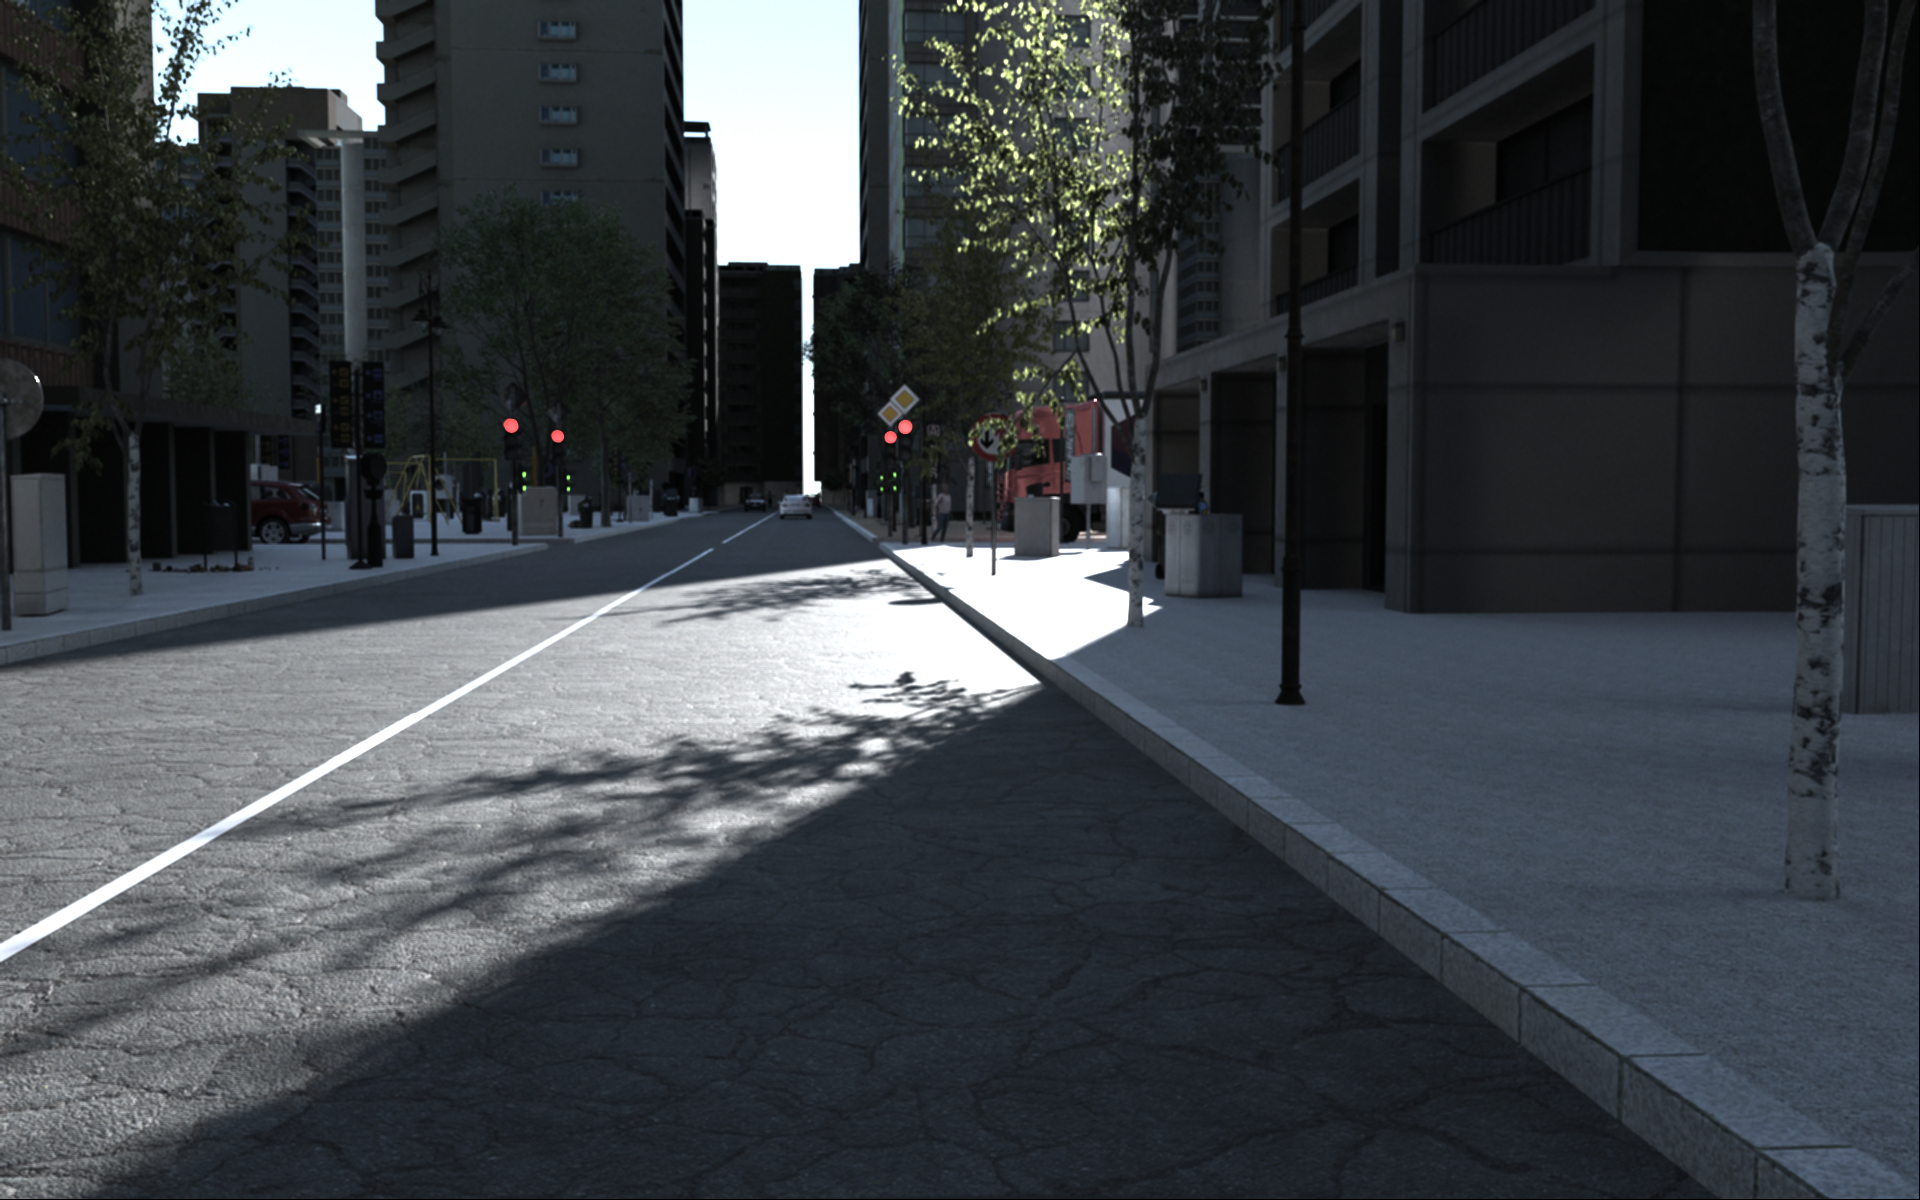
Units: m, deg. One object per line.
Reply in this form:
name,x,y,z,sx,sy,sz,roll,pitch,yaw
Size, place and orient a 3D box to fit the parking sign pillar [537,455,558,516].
parking sign pillar,-24.285,-6.894,101.192,1.447,3.967,1.447,-2,4,-24

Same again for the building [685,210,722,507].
building,-31.784,-24.623,174.286,14.160,30.474,14.107,0,4,-5

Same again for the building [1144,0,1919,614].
building,14.591,-35.691,21.797,20.563,71.187,20.611,0,4,-5

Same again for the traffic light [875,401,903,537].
traffic light,-2.122,-3.869,52.176,0.839,4.253,0.868,0,4,-5

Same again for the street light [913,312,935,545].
street light,-0.908,-4.349,43.900,0.468,5.910,1.993,0,4,-5

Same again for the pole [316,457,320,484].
pole,-35.379,-6.219,95.530,0.158,3.312,0.155,0,3,0

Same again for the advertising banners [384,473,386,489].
advertising banners,-33.349,-6.338,99.821,0.090,3.025,2.074,0,4,-1

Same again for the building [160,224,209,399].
building,-87.430,-25.423,187.367,14.107,30.474,14.160,0,4,-5

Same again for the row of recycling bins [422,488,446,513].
row of recycling bins,-36.768,-6.980,121.239,1.069,1.692,3.534,0,4,0

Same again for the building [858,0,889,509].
building,2.898,-31.499,138.713,21.300,48.544,21.600,0,4,-5

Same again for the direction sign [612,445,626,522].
direction sign,-15.625,-5.348,79.441,0.876,3.537,0.379,3,4,38

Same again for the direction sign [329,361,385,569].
direction sign,-10.283,-2.301,29.615,0.876,3.537,0.379,-1,4,-19

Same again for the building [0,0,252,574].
building,-28.743,-22.884,28.776,28.867,44.769,22.147,0,4,-5

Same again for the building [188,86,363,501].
building,-73.273,-32.867,187.491,14.200,45.320,14.600,0,4,-5

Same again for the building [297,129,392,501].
building,-52.398,-29.923,181.122,23.993,40.220,32.217,0,4,-5

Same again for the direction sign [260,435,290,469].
direction sign,-21.607,-3.834,54.685,0.876,3.537,0.379,0,4,-6

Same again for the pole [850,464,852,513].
pole,-7.265,-7.458,115.787,0.158,3.312,0.155,0,3,0

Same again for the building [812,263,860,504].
building,-11.681,-27.395,219.613,14.107,30.474,14.160,0,4,-5

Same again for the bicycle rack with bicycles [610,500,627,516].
bicycle rack with bicycles,-19.821,-5.412,101.861,2.852,0.926,2.925,-1,4,-17

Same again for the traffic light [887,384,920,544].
traffic light,-1.428,-3.382,44.220,0.839,4.253,0.868,0,4,-5

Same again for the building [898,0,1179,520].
building,3.615,-25.055,93.245,14.154,41.232,14.086,0,4,-5

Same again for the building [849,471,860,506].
building,-1.824,-45.980,190.031,20.563,71.187,20.611,0,4,-5

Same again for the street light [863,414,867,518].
street light,-5.085,-7.344,92.856,0.468,5.910,1.993,0,4,-5

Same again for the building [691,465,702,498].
building,-34.009,-43.866,155.458,20.563,71.187,20.611,0,4,-5

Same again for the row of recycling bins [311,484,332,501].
row of recycling bins,-26.045,-3.863,70.279,1.069,1.692,3.534,-1,4,-17

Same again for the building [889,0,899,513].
building,2.503,-28.446,115.209,14.600,45.320,14.200,0,4,-5

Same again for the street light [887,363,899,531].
street light,-2.260,-5.299,59.424,0.468,5.910,1.993,0,4,-5

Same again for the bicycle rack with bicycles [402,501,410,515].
bicycle rack with bicycles,-30.295,-4.897,93.446,2.852,0.926,2.925,0,4,-3

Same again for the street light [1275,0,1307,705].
street light,2.023,-2.302,10.433,0.468,5.910,1.993,0,4,-5

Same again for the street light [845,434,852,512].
street light,-8.155,-9.415,126.730,0.468,5.910,1.993,0,4,-5

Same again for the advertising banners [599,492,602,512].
advertising banners,-24.939,-7.672,121.619,0.090,3.025,2.074,1,4,9

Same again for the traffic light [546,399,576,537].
traffic light,-11.845,-3.816,51.316,0.839,4.253,0.868,0,4,-5

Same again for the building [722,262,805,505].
building,-26.753,-27.321,218.395,14.107,30.474,14.160,0,4,-5

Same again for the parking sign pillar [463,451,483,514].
parking sign pillar,-30.915,-7.431,109.972,1.447,3.967,1.447,2,4,24

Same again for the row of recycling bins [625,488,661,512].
row of recycling bins,-22.793,-7.155,124.098,3.534,1.692,1.069,3,4,37

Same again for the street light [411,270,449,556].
street light,-10.970,-3.865,35.985,0.468,5.910,1.993,0,4,-5

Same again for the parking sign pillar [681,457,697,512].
parking sign pillar,-19.571,-8.400,125.814,1.447,3.967,1.447,1,4,14

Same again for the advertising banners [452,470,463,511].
advertising banners,-35.717,-7.778,123.364,0.090,3.025,2.074,1,4,9

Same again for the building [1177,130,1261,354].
building,34.851,-30.365,188.344,23.993,40.220,32.217,0,4,-5

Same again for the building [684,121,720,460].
building,-33.872,-31.076,191.692,14.086,41.232,14.154,0,4,-5

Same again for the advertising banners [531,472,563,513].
advertising banners,-24.702,-6.557,103.394,2.074,3.025,0.090,1,4,13

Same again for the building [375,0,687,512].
building,-32.944,-31.278,135.096,21.300,48.544,21.600,0,4,-5

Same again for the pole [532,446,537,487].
pole,-18.093,-4.882,73.669,0.158,3.312,0.155,0,3,0

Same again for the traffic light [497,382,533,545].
traffic light,-11.152,-3.330,43.361,0.839,4.253,0.868,0,4,-5
